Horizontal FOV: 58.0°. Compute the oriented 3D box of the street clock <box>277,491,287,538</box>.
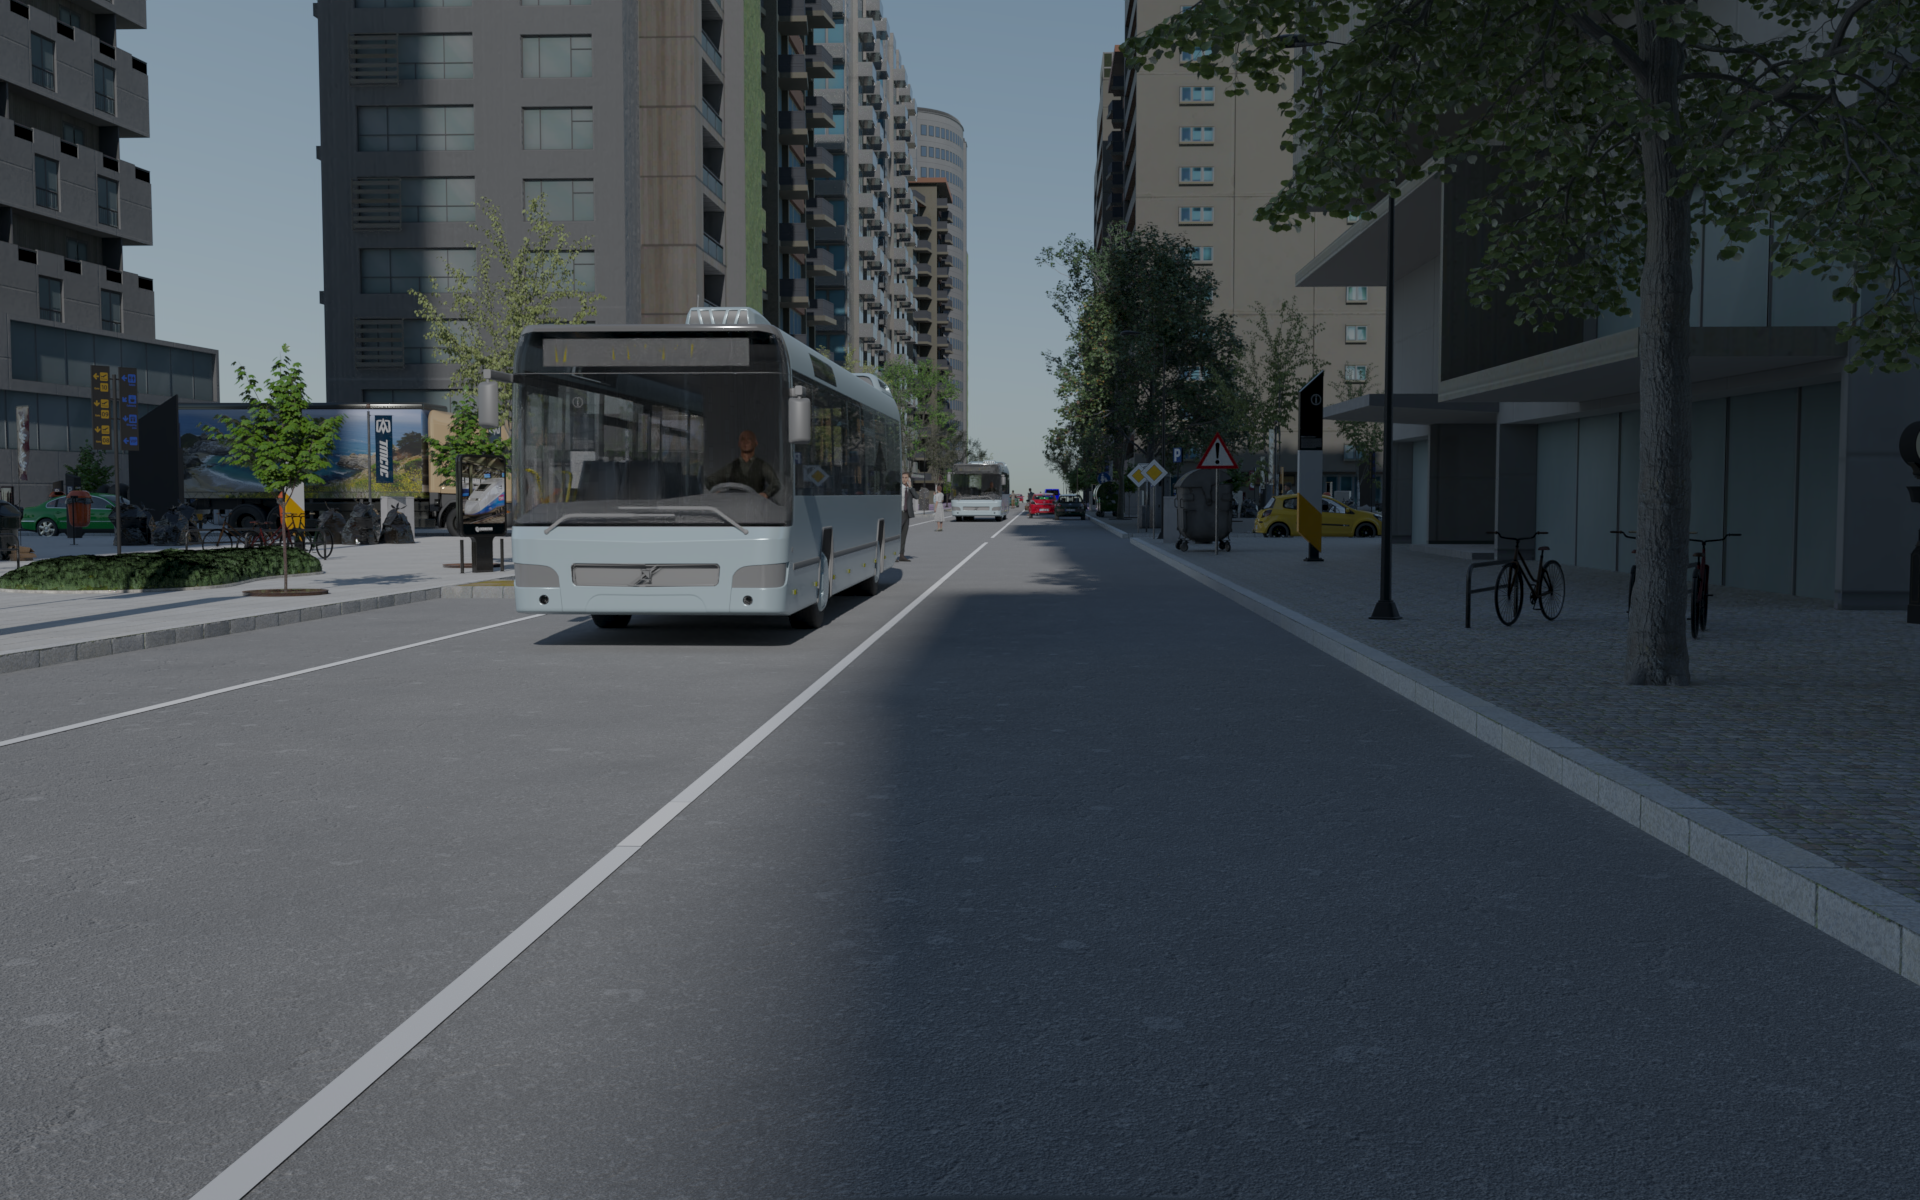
[{"bbox_3d":[-19.730,-2.811,50.537,0.358,2.002,0.471,1,4,10],"label":"street clock"}]

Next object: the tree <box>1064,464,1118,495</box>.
[{"bbox_3d":[11.101,-9.408,137.535,4.285,4.588,4.351,0,3,0],"label":"tree"}]

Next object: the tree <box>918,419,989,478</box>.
[{"bbox_3d":[-0.583,-16.489,204.011,8.767,10.594,7.601,0,4,-8],"label":"tree"}]

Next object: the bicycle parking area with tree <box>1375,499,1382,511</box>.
[{"bbox_3d":[33.506,-8.522,126.328,9.016,4.147,8.231,3,5,40],"label":"bicycle parking area with tree"}]

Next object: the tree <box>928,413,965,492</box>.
[{"bbox_3d":[-1.961,-12.359,152.428,4.360,8.622,3.978,0,3,0],"label":"tree"}]

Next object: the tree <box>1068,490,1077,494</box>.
[{"bbox_3d":[16.971,-16.048,256.992,1.663,3.219,1.824,0,3,0],"label":"tree"}]

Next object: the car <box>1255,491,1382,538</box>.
[{"bbox_3d":[10.954,-2.582,52.439,3.980,1.641,2.015,0,4,3],"label":"car"}]

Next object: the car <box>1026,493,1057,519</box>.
[{"bbox_3d":[4.985,-5.738,102.851,2.155,1.783,4.494,0,4,2],"label":"car"}]

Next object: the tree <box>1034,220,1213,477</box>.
[{"bbox_3d":[11.276,-16.002,117.518,12.611,20.169,13.585,0,3,0],"label":"tree"}]

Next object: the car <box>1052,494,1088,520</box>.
[{"bbox_3d":[6.129,-5.302,96.474,2.009,1.686,4.222,0,4,3],"label":"car"}]

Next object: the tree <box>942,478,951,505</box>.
[{"bbox_3d":[-1.322,-11.353,180.220,1.663,3.219,1.824,0,3,0],"label":"tree"}]

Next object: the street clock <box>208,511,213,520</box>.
[{"bbox_3d":[-37.337,-4.988,86.126,0.358,2.002,0.471,2,4,32],"label":"street clock"}]

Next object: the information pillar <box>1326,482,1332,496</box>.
[{"bbox_3d":[22.725,-6.251,106.695,0.304,2.012,0.304,2,4,31],"label":"information pillar"}]

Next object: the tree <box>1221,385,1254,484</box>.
[{"bbox_3d":[16.143,-9.486,105.463,4.360,8.622,3.978,0,3,0],"label":"tree"}]

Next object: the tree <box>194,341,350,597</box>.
[{"bbox_3d":[-8.484,-1.674,21.966,1.663,3.219,1.824,0,3,0],"label":"tree"}]

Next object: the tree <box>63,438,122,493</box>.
[{"bbox_3d":[-30.332,-4.009,60.155,1.663,3.219,1.824,0,3,0],"label":"tree"}]

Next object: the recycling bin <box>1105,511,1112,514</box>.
[{"bbox_3d":[9.348,-5.991,110.509,0.722,1.027,0.722,0,4,0],"label":"recycling bin"}]

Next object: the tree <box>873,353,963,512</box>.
[{"bbox_3d":[-3.752,-12.285,126.619,9.928,11.665,9.643,0,3,0],"label":"tree"}]

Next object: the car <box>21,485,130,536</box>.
[{"bbox_3d":[-27.411,-2.849,55.373,4.718,1.807,1.959,0,4,2],"label":"car"}]

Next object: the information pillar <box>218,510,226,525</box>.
[{"bbox_3d":[-30.184,-4.057,70.816,0.304,2.012,0.304,-2,4,-25],"label":"information pillar"}]

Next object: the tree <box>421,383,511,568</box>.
[{"bbox_3d":[-8.700,-2.191,30.426,1.663,3.219,1.824,0,3,0],"label":"tree"}]

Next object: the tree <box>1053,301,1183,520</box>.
[{"bbox_3d":[8.151,-9.830,86.469,9.928,11.665,9.643,0,3,0],"label":"tree"}]

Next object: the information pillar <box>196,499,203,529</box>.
[{"bbox_3d":[-26.675,-4.240,60.681,0.183,3.616,0.504,-1,4,-9],"label":"information pillar"}]

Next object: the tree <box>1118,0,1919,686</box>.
[{"bbox_3d":[4.540,-5.729,11.791,7.486,12.596,7.792,0,3,0],"label":"tree"}]

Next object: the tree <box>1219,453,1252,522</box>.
[{"bbox_3d":[12.552,-5.243,80.324,1.663,3.219,1.824,0,3,0],"label":"tree"}]

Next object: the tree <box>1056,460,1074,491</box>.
[{"bbox_3d":[17.366,-20.287,282.052,4.360,8.622,3.978,0,3,0],"label":"tree"}]

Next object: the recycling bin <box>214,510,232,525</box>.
[{"bbox_3d":[-30.528,-3.640,72.063,0.722,1.027,0.722,1,4,17],"label":"recycling bin"}]

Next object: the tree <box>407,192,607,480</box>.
[{"bbox_3d":[-10.711,-5.582,41.624,4.737,8.622,4.395,0,3,0],"label":"tree"}]

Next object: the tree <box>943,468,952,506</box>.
[{"bbox_3d":[-0.323,-12.654,190.598,4.285,4.588,4.351,0,3,0],"label":"tree"}]

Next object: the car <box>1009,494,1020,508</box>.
[{"bbox_3d":[5.397,-10.615,185.359,2.131,1.459,4.920,0,4,4],"label":"car"}]

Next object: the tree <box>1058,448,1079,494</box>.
[{"bbox_3d":[15.649,-18.107,246.406,4.737,8.622,4.395,0,3,0],"label":"tree"}]

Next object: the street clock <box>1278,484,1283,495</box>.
[{"bbox_3d":[22.462,-7.147,121.431,0.358,2.002,0.471,0,4,3],"label":"street clock"}]

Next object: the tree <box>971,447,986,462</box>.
[{"bbox_3d":[2.491,-18.928,259.833,4.360,8.622,3.978,0,3,0],"label":"tree"}]

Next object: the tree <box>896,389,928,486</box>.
[{"bbox_3d":[-4.698,-10.044,114.583,4.360,8.622,3.978,0,3,0],"label":"tree"}]

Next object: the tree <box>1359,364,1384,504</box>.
[{"bbox_3d":[22.281,-8.893,95.757,4.737,8.622,4.395,0,3,0],"label":"tree"}]

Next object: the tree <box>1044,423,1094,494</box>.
[{"bbox_3d":[13.987,-17.206,215.733,8.767,10.594,7.601,2,4,29],"label":"tree"}]

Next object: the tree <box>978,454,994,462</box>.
[{"bbox_3d":[4.326,-20.868,291.557,4.737,8.622,4.395,0,3,0],"label":"tree"}]

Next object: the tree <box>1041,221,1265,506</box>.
[{"bbox_3d":[8.157,-9.548,73.118,9.611,12.733,9.660,0,3,0],"label":"tree"}]

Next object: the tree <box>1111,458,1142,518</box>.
[{"bbox_3d":[9.050,-6.002,92.741,1.663,3.219,1.824,0,3,0],"label":"tree"}]

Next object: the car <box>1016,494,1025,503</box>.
[{"bbox_3d":[9.732,-17.163,289.646,2.155,1.783,4.494,0,4,3],"label":"car"}]

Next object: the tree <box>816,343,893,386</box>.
[{"bbox_3d":[-5.886,-8.142,83.477,4.737,8.622,4.395,0,3,0],"label":"tree"}]

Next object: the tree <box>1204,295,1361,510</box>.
[{"bbox_3d":[11.474,-6.943,63.887,4.737,8.622,4.395,0,3,0],"label":"tree"}]

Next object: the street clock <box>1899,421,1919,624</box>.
[{"bbox_3d":[9.532,-0.767,17.103,0.471,2.002,0.358,-1,4,-11],"label":"street clock"}]
